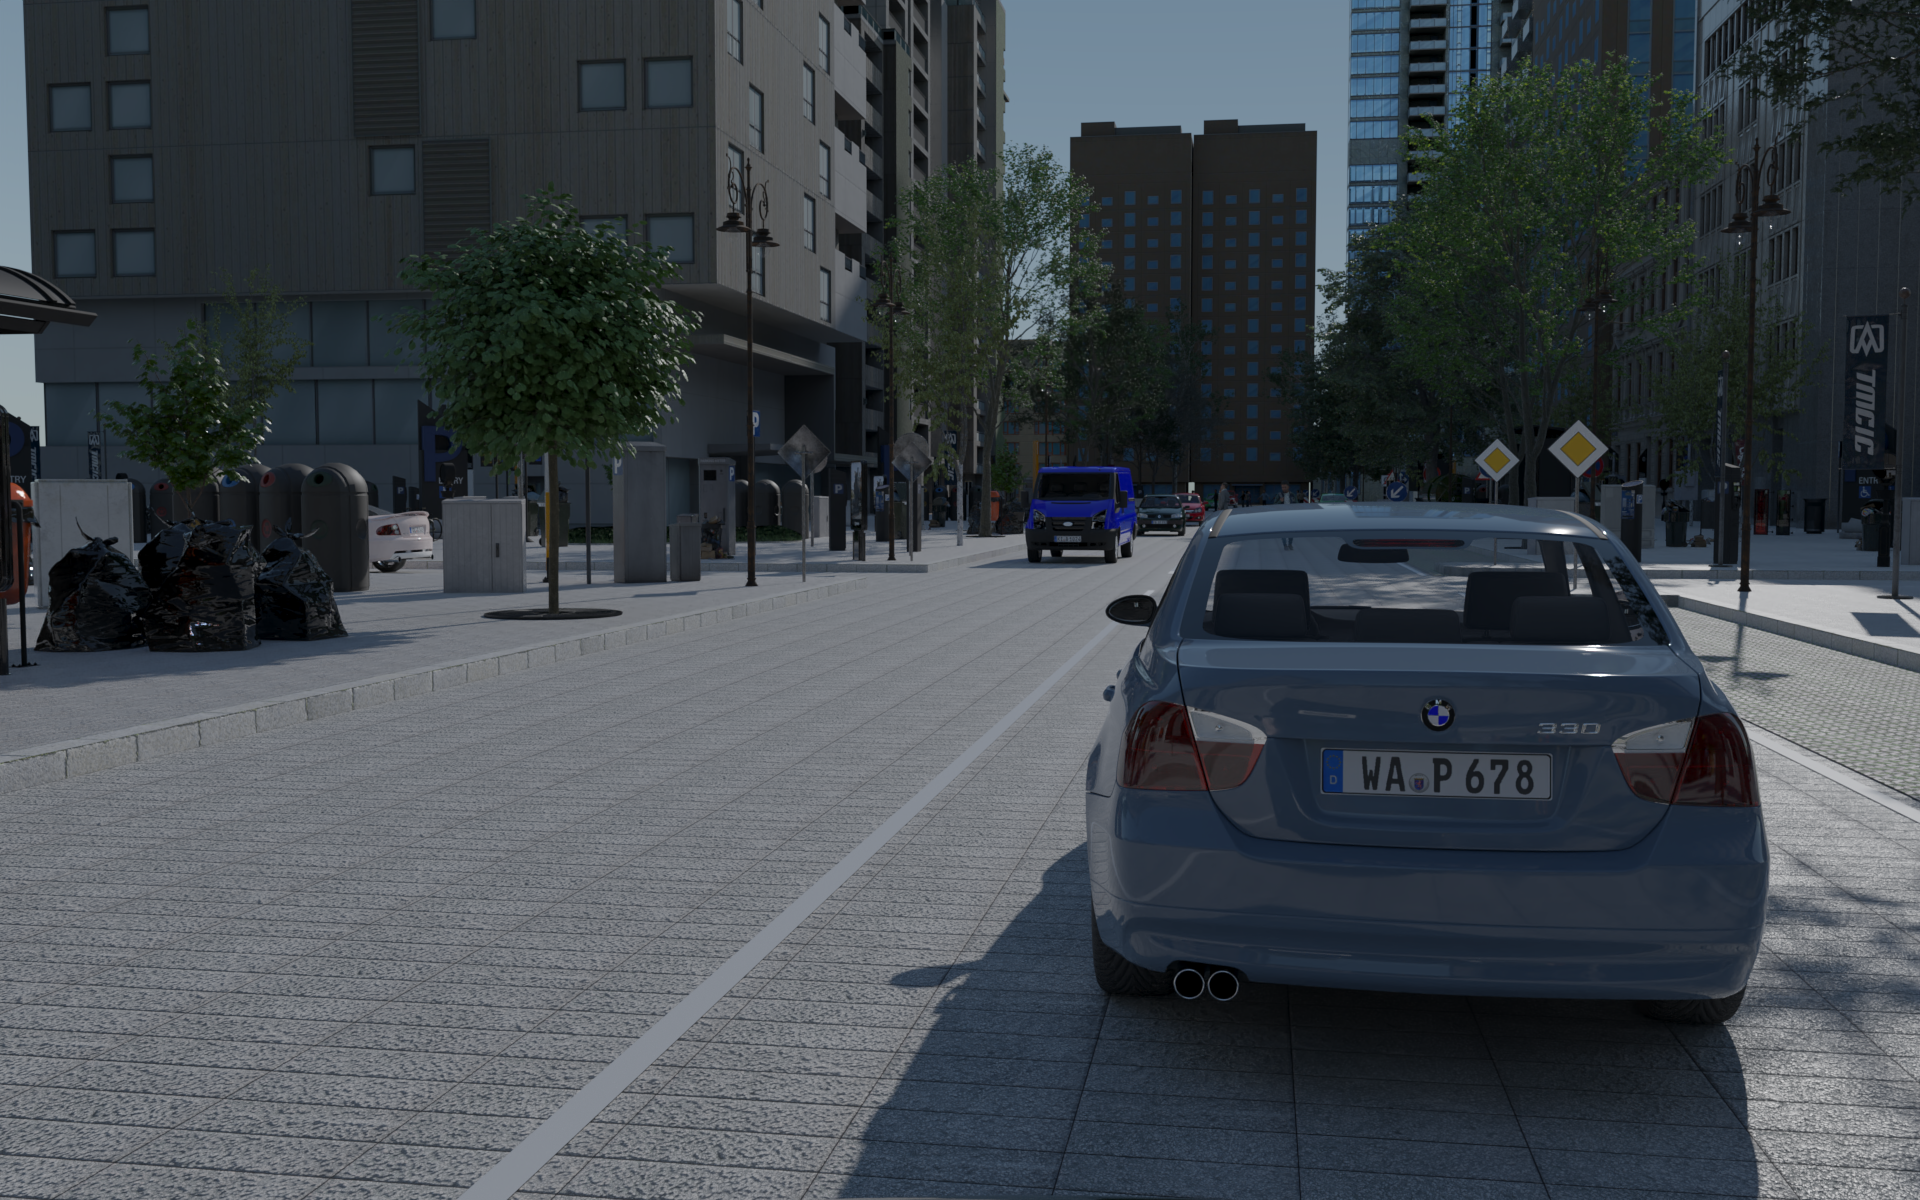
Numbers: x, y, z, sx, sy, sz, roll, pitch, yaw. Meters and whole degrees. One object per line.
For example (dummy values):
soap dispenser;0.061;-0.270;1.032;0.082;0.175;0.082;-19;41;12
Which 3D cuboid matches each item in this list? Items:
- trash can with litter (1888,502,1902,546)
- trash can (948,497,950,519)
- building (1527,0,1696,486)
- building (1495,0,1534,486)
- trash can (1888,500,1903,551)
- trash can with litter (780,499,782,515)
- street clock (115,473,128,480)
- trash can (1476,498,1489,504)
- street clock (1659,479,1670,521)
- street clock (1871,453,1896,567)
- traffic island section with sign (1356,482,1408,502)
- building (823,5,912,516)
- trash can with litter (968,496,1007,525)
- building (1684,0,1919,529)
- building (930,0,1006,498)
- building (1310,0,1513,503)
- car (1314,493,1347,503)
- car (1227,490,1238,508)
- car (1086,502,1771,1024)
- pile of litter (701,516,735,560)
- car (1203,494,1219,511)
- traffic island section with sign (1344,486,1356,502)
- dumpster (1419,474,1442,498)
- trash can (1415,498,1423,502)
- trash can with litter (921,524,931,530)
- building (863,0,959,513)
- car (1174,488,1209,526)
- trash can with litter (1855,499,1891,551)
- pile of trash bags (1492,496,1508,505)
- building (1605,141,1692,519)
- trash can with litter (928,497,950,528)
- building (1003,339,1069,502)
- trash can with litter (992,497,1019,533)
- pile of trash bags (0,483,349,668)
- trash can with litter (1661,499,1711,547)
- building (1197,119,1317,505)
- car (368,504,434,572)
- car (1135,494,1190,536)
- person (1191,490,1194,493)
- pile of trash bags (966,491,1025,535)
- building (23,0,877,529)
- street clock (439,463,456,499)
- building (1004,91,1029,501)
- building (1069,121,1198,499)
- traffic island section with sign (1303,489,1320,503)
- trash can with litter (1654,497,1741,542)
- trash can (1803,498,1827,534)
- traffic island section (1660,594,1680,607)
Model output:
trash can with litter;22.387;-1.799;40.795;1.055;1.170;0.624;-3;5;-43
trash can;-0.321;-4.742;89.185;0.748;1.137;0.748;0;3;0
building;49.354;-29.037;124.870;14.600;45.320;14.200;1;4;10
building;57.973;-32.192;145.953;23.786;49.044;30.456;1;4;10
trash can;21.443;-1.691;39.294;0.748;1.137;0.748;0;3;0
trash can with litter;-6.229;-2.746;56.283;0.624;1.170;1.055;3;5;41
street clock;-28.729;-3.354;59.415;0.471;2.002;0.358;3;5;39
trash can;19.292;-3.210;64.139;0.748;1.137;0.748;0;3;0
street clock;33.511;-4.764;82.454;0.471;2.002;0.358;1;4;15
street clock;16.262;-1.582;30.437;0.471;2.002;0.358;2;4;34
traffic island section with sign;13.949;-2.897;55.993;1.989;1.847;2.006;1;4;10
building;-11.098;-20.307;103.726;14.160;30.474;14.107;1;4;10
trash can with litter;1.410;-3.662;70.934;2.233;1.210;1.678;2;4;30
building;38.640;-15.469;70.936;12.078;24.808;19.932;1;4;10
building;-4.315;-27.822;138.476;14.154;41.232;14.086;1;4;10
building;58.268;-54.721;207.362;31.000;86.520;22.319;1;4;10
car;20.326;-5.235;94.388;1.959;1.807;4.718;1;4;10
car;27.689;-10.448;179.498;2.281;1.827;5.304;1;4;12
car;1.469;0.362;6.092;2.014;1.417;4.499;1;4;10
pile of litter;-5.135;-1.256;34.501;1.176;0.858;1.719;-2;4;-24
car;21.649;-8.440;146.795;1.959;1.807;4.718;1;4;11
traffic island section with sign;18.537;-4.537;82.810;1.989;1.847;2.006;1;4;10
dumpster;21.995;-4.727;79.776;1.502;2.255;1.985;1;4;10
trash can;17.405;-3.260;64.953;0.748;1.137;0.748;0;3;0
trash can with litter;-1.495;-3.125;62.156;1.678;1.210;2.233;0;4;2
building;-10.792;-41.716;120.307;20.563;71.187;20.611;1;4;10
car;10.159;-4.239;78.344;2.155;1.783;4.494;1;4;9
trash can with litter;20.464;-1.691;39.037;0.624;1.170;1.055;0;4;7
pile of trash bags;21.762;-3.606;68.711;3.447;1.369;1.912;0;4;-6
building;41.737;-15.604;91.276;11.583;22.565;21.152;1;4;10
trash can with litter;-0.816;-3.361;66.341;0.624;1.170;1.055;1;4;17
building;0.865;-23.090;222.566;28.899;21.520;27.650;1;4;10
trash can with litter;1.500;-2.833;57.711;1.055;1.170;0.624;-2;4;-26
pile of trash bags;-6.778;-0.276;14.263;1.912;1.369;3.447;1;4;17
trash can with litter;17.560;-1.866;41.890;1.055;1.170;0.624;0;4;5
building;35.525;-34.226;209.699;14.200;45.320;14.600;1;4;10
car;-12.016;-1.168;31.467;4.827;1.381;2.083;1;4;11
car;7.023;-3.103;60.513;2.009;1.686;4.222;1;4;8
person;18.201;-7.677;134.708;0.721;1.739;1.217;1;4;18
pile of trash bags;1.112;-2.784;55.275;1.912;1.369;3.447;0;4;2
building;-19.526;-29.682;74.537;28.713;52.752;27.495;1;4;10
street clock;-11.958;-2.194;40.448;0.358;2.002;0.471;-3;4;-36
building;-9.099;-31.017;161.748;28.867;44.769;22.147;1;4;10
building;21.122;-34.303;210.956;14.200;45.320;14.600;1;4;10
traffic island section with sign;27.060;-7.578;132.524;1.989;1.847;2.006;1;4;10
trash can with litter;19.980;-2.196;46.956;2.233;1.210;1.678;3;4;39
trash can;27.515;-2.698;55.762;0.748;1.137;0.748;0;3;0
traffic island section;8.340;-0.071;23.438;2.009;0.180;2.903;1;4;10
